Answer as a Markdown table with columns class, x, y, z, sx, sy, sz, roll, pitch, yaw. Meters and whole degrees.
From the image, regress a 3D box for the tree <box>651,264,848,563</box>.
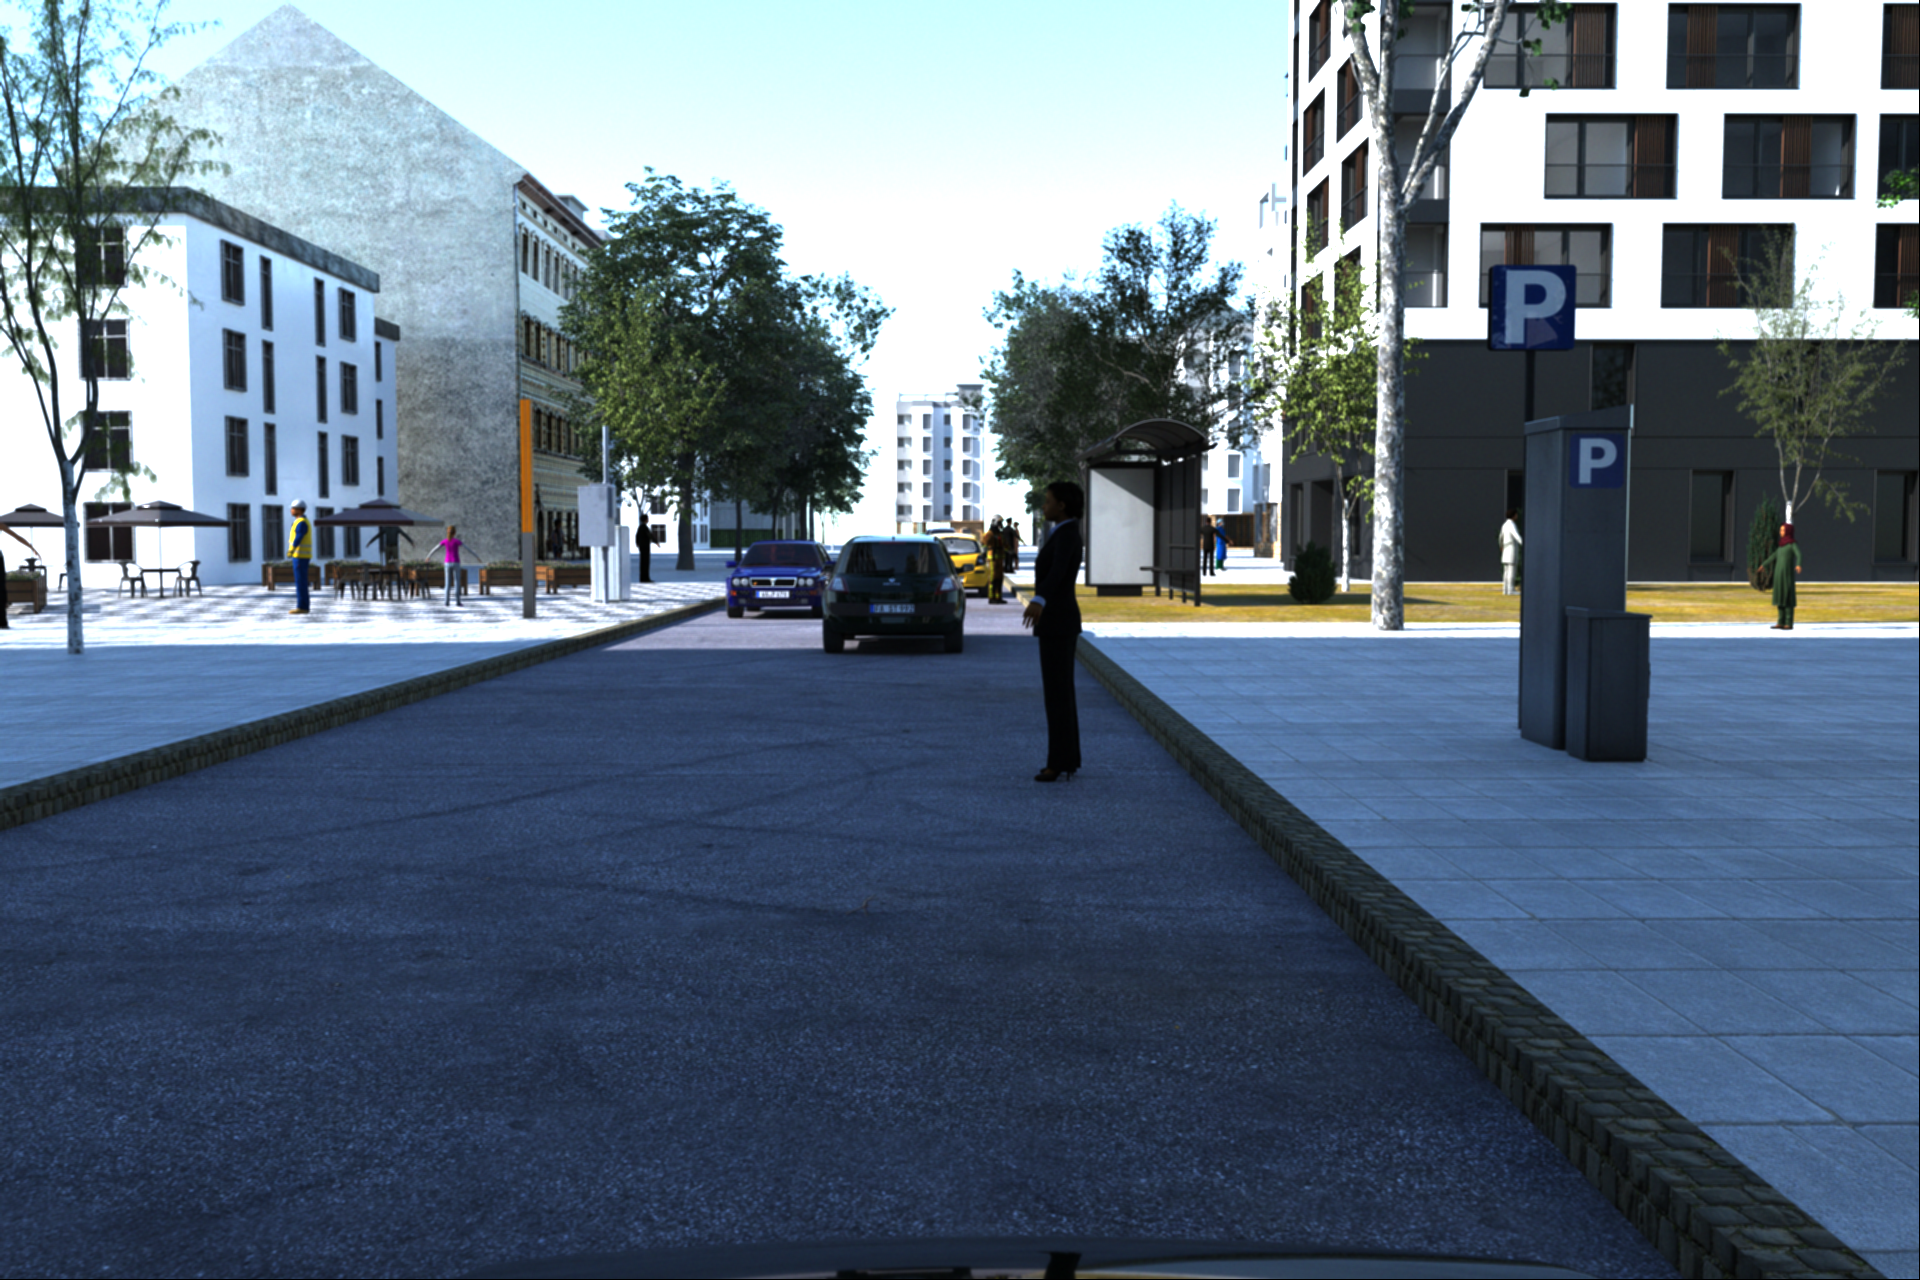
| class | x | y | z | sx | sy | sz | roll | pitch | yaw |
| --- | --- | --- | --- | --- | --- | --- | --- | --- | --- |
| tree | -9.840 | -10.202 | 77.175 | 12.009 | 13.543 | 11.850 | 0 | 3 | 0 |

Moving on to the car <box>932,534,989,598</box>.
| class | x | y | z | sx | sy | sz | roll | pitch | yaw |
| --- | --- | --- | --- | --- | --- | --- | --- | --- | --- |
| car | -0.189 | -1.844 | 40.367 | 2.015 | 1.641 | 3.980 | 0 | 4 | 0 |

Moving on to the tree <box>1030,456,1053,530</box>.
| class | x | y | z | sx | sy | sz | roll | pitch | yaw |
| --- | --- | --- | --- | --- | --- | --- | --- | --- | --- |
| tree | 5.606 | -9.744 | 109.677 | 4.360 | 8.622 | 3.978 | 0 | 3 | 0 |

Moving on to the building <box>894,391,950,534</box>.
| class | x | y | z | sx | sy | sz | roll | pitch | yaw |
| --- | --- | --- | --- | --- | --- | --- | --- | --- | --- |
| building | -7.989 | -22.149 | 221.015 | 11.380 | 20.090 | 16.016 | 0 | 4 | -5 |

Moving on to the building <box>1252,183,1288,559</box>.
| class | x | y | z | sx | sy | sz | roll | pitch | yaw |
| --- | --- | --- | --- | --- | --- | --- | --- | --- | --- |
| building | 21.339 | -14.568 | 94.605 | 16.016 | 20.090 | 11.380 | 0 | 4 | 0 |

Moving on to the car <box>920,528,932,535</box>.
| class | x | y | z | sx | sy | sz | roll | pitch | yaw |
| --- | --- | --- | --- | --- | --- | --- | --- | --- | --- |
| car | -1.419 | -6.249 | 110.839 | 2.281 | 1.827 | 5.304 | 0 | 4 | -1 |

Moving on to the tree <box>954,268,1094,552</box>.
| class | x | y | z | sx | sy | sz | roll | pitch | yaw |
| --- | --- | --- | --- | --- | --- | --- | --- | --- | --- |
| tree | 5.829 | -16.289 | 122.222 | 12.611 | 20.169 | 13.585 | 0 | 3 | 0 |

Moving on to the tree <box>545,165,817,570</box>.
| class | x | y | z | sx | sy | sz | roll | pitch | yaw |
| --- | --- | --- | --- | --- | --- | --- | --- | --- | --- |
| tree | -9.714 | -9.474 | 61.556 | 9.857 | 13.997 | 8.962 | 0 | 3 | 0 |

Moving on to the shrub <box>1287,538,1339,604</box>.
| class | x | y | z | sx | sy | sz | roll | pitch | yaw |
| --- | --- | --- | --- | --- | --- | --- | --- | --- | --- |
| shrub | 6.447 | -1.256 | 31.661 | 1.383 | 1.207 | 1.383 | 0 | 3 | 0 |

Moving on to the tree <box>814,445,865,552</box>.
| class | x | y | z | sx | sy | sz | roll | pitch | yaw |
| --- | --- | --- | --- | --- | --- | --- | --- | --- | --- |
| tree | -9.550 | -10.773 | 126.506 | 4.360 | 8.622 | 3.978 | 0 | 3 | 0 |

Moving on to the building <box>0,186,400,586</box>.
| class | x | y | z | sx | sy | sz | roll | pitch | yaw |
| --- | --- | --- | --- | --- | --- | --- | --- | --- | --- |
| building | -23.271 | -6.965 | 56.022 | 9.099 | 9.664 | 28.070 | 0 | 4 | 0 |

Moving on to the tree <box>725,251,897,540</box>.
| class | x | y | z | sx | sy | sz | roll | pitch | yaw |
| --- | --- | --- | --- | --- | --- | --- | --- | --- | --- |
| tree | -10.967 | -15.942 | 116.539 | 12.611 | 20.169 | 13.585 | 0 | 3 | 0 |

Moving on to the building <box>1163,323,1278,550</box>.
| class | x | y | z | sx | sy | sz | roll | pitch | yaw |
| --- | --- | --- | --- | --- | --- | --- | --- | --- | --- |
| building | 23.413 | -18.326 | 156.050 | 16.016 | 20.090 | 11.380 | 0 | 4 | 0 |

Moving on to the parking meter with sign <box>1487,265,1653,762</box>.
| class | x | y | z | sx | sy | sz | roll | pitch | yaw |
| --- | --- | --- | --- | --- | --- | --- | --- | --- | --- |
| parking meter with sign | 3.713 | -0.871 | 10.499 | 0.543 | 3.016 | 1.738 | 0 | 3 | 0 |

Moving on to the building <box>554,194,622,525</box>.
| class | x | y | z | sx | sy | sz | roll | pitch | yaw |
| --- | --- | --- | --- | --- | --- | --- | --- | --- | --- |
| building | -26.594 | -14.760 | 97.739 | 16.016 | 20.090 | 11.380 | 0 | 4 | 0 |

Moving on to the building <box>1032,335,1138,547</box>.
| class | x | y | z | sx | sy | sz | roll | pitch | yaw |
| --- | --- | --- | --- | --- | --- | --- | --- | --- | --- |
| building | 21.916 | -21.396 | 193.804 | 27.936 | 21.610 | 32.646 | 0 | 4 | 0 |

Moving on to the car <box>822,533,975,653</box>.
| class | x | y | z | sx | sy | sz | roll | pitch | yaw |
| --- | --- | --- | --- | --- | --- | --- | --- | --- | --- |
| car | -0.808 | -0.765 | 22.292 | 2.009 | 1.686 | 4.222 | 0 | 4 | 0 |

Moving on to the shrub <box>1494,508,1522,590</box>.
| class | x | y | z | sx | sy | sz | roll | pitch | yaw |
| --- | --- | --- | --- | --- | --- | --- | --- | --- | --- |
| shrub | 13.085 | -2.166 | 39.463 | 1.661 | 2.075 | 1.752 | 0 | 3 | 0 |

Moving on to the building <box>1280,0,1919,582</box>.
| class | x | y | z | sx | sy | sz | roll | pitch | yaw |
| --- | --- | --- | --- | --- | --- | --- | --- | --- | --- |
| building | 25.105 | -13.312 | 61.622 | 27.936 | 21.610 | 32.646 | 0 | 4 | 0 |

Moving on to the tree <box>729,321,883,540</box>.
| class | x | y | z | sx | sy | sz | roll | pitch | yaw |
| --- | --- | --- | --- | --- | --- | --- | --- | --- | --- |
| tree | -9.472 | -12.016 | 103.114 | 9.857 | 13.997 | 8.962 | 0 | 3 | 0 |

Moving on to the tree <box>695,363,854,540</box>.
| class | x | y | z | sx | sy | sz | roll | pitch | yaw |
| --- | --- | --- | --- | --- | --- | --- | --- | --- | --- |
| tree | -9.800 | -9.532 | 90.266 | 8.767 | 10.594 | 7.601 | 0 | 4 | -5 |

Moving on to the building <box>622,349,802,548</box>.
| class | x | y | z | sx | sy | sz | roll | pitch | yaw |
| --- | --- | --- | --- | --- | --- | --- | --- | --- | --- |
| building | -25.735 | -19.135 | 179.320 | 16.747 | 18.905 | 31.486 | 0 | 4 | 0 |

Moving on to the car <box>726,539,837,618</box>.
| class | x | y | z | sx | sy | sz | roll | pitch | yaw |
| --- | --- | --- | --- | --- | --- | --- | --- | --- | --- |
| car | -3.117 | -1.115 | 30.812 | 1.945 | 1.354 | 3.894 | 0 | 4 | 0 |

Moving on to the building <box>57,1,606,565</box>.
| class | x | y | z | sx | sy | sz | roll | pitch | yaw |
| --- | --- | --- | --- | --- | --- | --- | --- | --- | --- |
| building | -27.860 | -15.299 | 81.067 | 19.493 | 23.208 | 18.063 | 0 | 4 | -1 |

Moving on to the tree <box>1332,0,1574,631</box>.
| class | x | y | z | sx | sy | sz | roll | pitch | yaw |
| --- | --- | --- | --- | --- | --- | --- | --- | --- | --- |
| tree | 6.795 | -10.129 | 21.496 | 12.611 | 20.169 | 13.585 | 0 | 3 | 0 |

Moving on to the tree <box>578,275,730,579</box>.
| class | x | y | z | sx | sy | sz | roll | pitch | yaw |
| --- | --- | --- | --- | --- | --- | --- | --- | --- | --- |
| tree | -8.966 | -6.048 | 49.246 | 4.737 | 8.622 | 4.395 | 0 | 3 | 0 |

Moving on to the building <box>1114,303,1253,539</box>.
| class | x | y | z | sx | sy | sz | roll | pitch | yaw |
| --- | --- | --- | --- | --- | --- | --- | --- | --- | --- |
| building | 23.150 | -20.620 | 168.067 | 19.493 | 23.208 | 18.063 | 0 | 4 | -1 |

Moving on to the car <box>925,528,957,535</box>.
| class | x | y | z | sx | sy | sz | roll | pitch | yaw |
| --- | --- | --- | --- | --- | --- | --- | --- | --- | --- |
| car | -1.037 | -5.920 | 105.465 | 2.281 | 1.827 | 5.304 | 0 | 4 | 0 |

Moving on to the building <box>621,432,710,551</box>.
| class | x | y | z | sx | sy | sz | roll | pitch | yaw |
| --- | --- | --- | --- | --- | --- | --- | --- | --- | --- |
| building | -26.032 | -12.686 | 149.557 | 9.099 | 9.664 | 28.070 | 0 | 3 | 0 |

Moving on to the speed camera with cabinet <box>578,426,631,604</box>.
| class | x | y | z | sx | sy | sz | roll | pitch | yaw |
| --- | --- | --- | --- | --- | --- | --- | --- | --- | --- |
| speed camera with cabinet | -6.664 | -2.332 | 32.460 | 0.660 | 3.252 | 2.038 | 0 | 3 | 0 |

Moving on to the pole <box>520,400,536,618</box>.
| class | x | y | z | sx | sy | sz | roll | pitch | yaw |
| --- | --- | --- | --- | --- | --- | --- | --- | --- | --- |
| pole | -6.586 | -1.991 | 26.402 | 0.158 | 3.312 | 0.155 | 0 | 3 | 0 |
